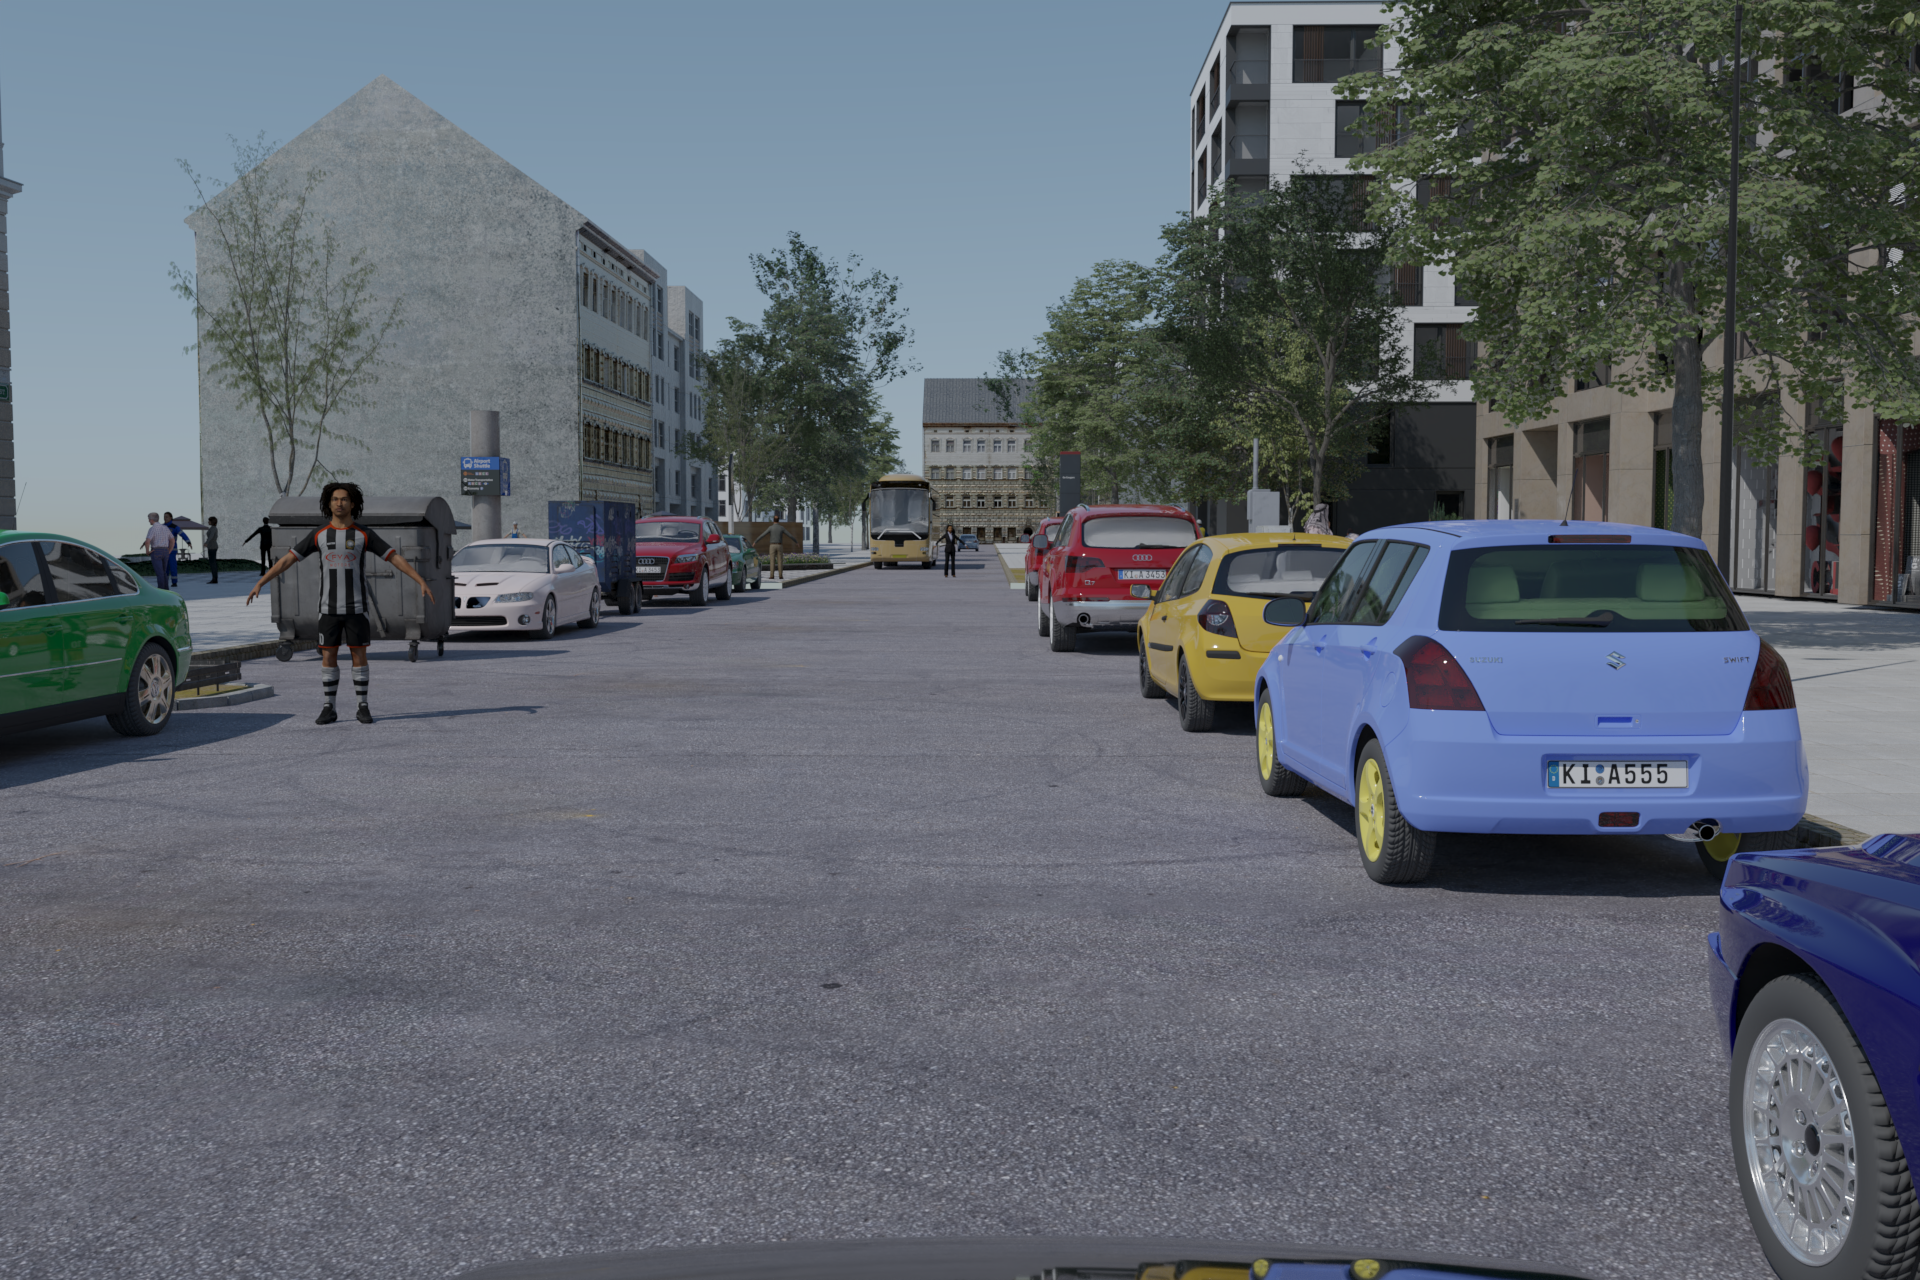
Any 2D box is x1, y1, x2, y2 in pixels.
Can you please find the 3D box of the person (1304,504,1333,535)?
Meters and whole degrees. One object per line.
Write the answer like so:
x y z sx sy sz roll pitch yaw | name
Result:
5.489 -1.208 26.459 0.621 1.740 0.551 -1 4 -17 | person

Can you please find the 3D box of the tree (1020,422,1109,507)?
8.043 -11.831 127.856 7.601 10.594 8.767 -1 4 -15 | tree

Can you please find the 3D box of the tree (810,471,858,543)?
-18.003 -20.456 241.118 9.857 13.997 8.962 0 3 0 | tree

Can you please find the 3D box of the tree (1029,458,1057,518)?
7.598 -12.229 150.311 4.360 8.622 3.978 0 3 0 | tree

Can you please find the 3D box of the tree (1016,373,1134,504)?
7.538 -11.432 112.661 9.928 11.665 9.643 0 3 0 | tree

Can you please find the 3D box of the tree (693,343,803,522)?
-8.718 -7.153 67.310 4.360 8.622 3.978 0 3 0 | tree

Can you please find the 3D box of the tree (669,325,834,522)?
-9.041 -8.681 76.351 8.767 10.594 7.601 2 4 33 | tree

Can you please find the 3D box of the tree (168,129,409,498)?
-12.682 -5.014 32.346 4.360 8.622 3.978 0 3 0 | tree

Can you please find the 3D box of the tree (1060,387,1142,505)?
6.471 -8.235 85.012 4.360 8.622 3.978 0 3 0 | tree

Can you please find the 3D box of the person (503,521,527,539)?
-19.819 -4.364 77.204 1.347 1.847 0.705 1 4 12 | person

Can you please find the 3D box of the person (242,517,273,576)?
-21.217 -2.861 52.968 1.347 1.806 0.705 -2 4 -32 | person

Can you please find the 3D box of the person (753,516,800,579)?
-5.221 -2.626 49.206 1.348 1.796 0.705 -1 4 -11 | person

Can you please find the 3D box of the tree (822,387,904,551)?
-7.734 -13.182 133.647 7.486 12.596 7.792 0 3 0 | tree

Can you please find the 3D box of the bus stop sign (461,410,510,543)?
-10.171 -2.946 37.180 0.837 3.901 0.837 0 3 0 | bus stop sign

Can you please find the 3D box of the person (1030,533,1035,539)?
3.219 -3.708 66.808 1.347 1.806 0.705 0 4 -4 | person

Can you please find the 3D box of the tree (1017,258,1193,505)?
6.080 -9.421 72.163 7.486 12.596 7.792 0 3 0 | tree

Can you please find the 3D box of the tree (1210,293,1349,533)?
9.851 -6.226 52.156 4.737 8.622 4.395 0 3 0 | tree

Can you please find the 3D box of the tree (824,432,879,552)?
-7.785 -10.645 124.415 4.360 8.622 3.978 0 3 0 | tree

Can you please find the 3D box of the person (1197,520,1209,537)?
9.184 -3.717 66.748 1.349 1.833 0.705 -2 4 -34 | person

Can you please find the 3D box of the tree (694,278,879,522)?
-8.641 -11.104 88.213 9.857 13.997 8.962 0 3 0 | tree

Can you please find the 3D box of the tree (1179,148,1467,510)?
8.651 -6.638 42.938 7.601 10.594 8.767 -2 4 -34 | tree

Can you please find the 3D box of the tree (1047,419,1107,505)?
6.856 -9.303 102.471 4.360 8.622 3.978 0 3 0 | tree

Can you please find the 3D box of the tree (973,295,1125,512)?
7.331 -17.401 140.395 12.611 20.169 13.585 0 3 0 | tree

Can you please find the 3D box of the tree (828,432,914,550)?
-7.497 -12.794 143.589 8.767 10.594 7.601 1 4 20 | tree

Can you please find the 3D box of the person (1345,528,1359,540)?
10.025 -2.128 44.032 0.628 1.438 0.799 -3 4 -39 | person

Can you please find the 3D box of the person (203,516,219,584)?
-19.390 -2.324 44.759 0.721 1.744 1.215 -1 4 -14 | person

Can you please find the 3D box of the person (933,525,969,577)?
-0.308 -2.932 57.112 1.216 1.740 0.721 -1 4 -16 | person

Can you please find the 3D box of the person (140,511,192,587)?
-19.240 -2.208 42.074 1.345 1.831 0.704 0 4 7 | person

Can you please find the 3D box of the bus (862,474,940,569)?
-2.298 -5.067 74.394 2.896 3.916 12.252 0 4 1 | bus

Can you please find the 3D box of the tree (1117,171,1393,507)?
10.400 -9.402 60.383 9.857 13.997 8.962 0 3 0 | tree

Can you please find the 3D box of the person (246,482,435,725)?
-4.673 -0.276 13.117 1.345 1.843 0.704 -1 4 -13 | person

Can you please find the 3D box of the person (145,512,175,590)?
-15.820 -1.659 34.109 0.436 1.711 0.756 2 4 25 | person

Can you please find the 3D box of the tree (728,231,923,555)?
-8.549 -15.357 106.981 12.611 20.169 13.585 0 3 0 | tree

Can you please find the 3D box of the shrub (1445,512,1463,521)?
17.441 -3.500 61.265 1.661 2.075 1.752 0 3 0 | shrub
